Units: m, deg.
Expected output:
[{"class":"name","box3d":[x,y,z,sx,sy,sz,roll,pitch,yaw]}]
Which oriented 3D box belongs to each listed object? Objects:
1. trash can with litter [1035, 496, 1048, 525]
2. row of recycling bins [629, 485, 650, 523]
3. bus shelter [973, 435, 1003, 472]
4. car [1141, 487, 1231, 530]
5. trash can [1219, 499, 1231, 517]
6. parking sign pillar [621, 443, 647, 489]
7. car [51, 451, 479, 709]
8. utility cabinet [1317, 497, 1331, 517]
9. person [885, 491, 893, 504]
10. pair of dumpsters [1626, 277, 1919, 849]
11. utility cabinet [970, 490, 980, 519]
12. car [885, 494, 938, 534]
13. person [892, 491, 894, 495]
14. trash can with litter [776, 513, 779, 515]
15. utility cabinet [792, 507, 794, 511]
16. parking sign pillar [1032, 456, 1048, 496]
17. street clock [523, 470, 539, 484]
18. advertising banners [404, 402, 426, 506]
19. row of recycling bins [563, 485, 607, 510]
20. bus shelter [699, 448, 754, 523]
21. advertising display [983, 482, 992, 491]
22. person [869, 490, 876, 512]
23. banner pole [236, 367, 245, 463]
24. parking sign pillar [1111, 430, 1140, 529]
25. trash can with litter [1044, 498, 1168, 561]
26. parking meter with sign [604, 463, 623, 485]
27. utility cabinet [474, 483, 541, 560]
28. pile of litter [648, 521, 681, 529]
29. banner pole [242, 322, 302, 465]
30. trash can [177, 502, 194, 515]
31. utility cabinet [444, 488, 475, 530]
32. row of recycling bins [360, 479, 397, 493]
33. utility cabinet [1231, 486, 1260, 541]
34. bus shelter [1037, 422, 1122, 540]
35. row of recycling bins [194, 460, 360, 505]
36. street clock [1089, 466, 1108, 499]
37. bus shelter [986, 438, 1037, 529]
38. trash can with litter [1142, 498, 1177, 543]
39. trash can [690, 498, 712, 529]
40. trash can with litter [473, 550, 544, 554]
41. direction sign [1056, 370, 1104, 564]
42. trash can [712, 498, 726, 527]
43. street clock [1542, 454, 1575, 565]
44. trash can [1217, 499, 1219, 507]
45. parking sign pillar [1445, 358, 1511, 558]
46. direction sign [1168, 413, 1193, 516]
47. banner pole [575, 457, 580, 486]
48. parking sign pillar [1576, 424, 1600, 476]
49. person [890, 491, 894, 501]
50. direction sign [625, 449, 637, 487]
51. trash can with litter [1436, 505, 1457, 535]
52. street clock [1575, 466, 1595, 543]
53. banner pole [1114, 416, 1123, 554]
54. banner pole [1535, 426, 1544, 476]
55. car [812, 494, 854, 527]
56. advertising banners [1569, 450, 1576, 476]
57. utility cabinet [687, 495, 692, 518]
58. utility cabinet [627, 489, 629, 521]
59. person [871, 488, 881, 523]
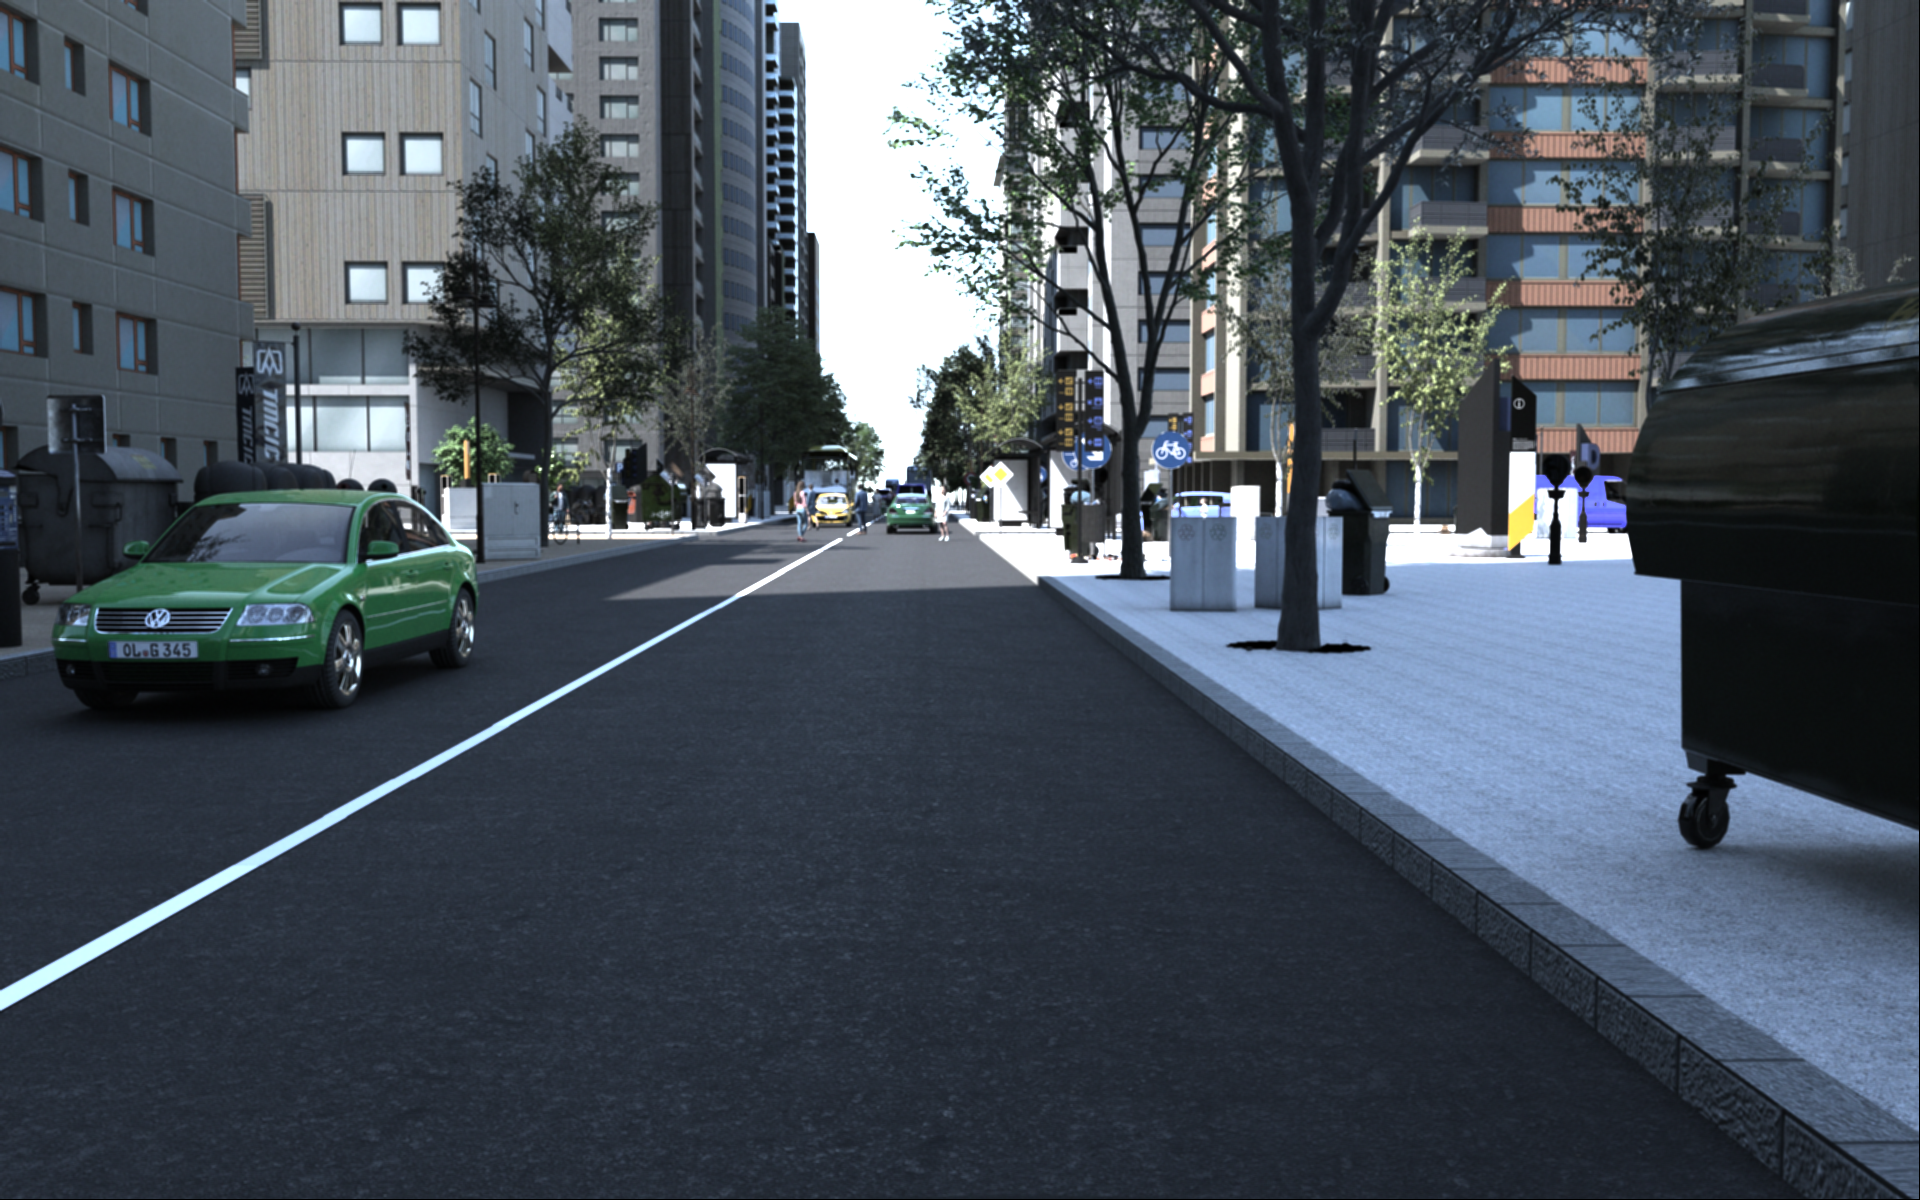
[{"class":"trash can with litter","box3d":[3.307,-3.757,72.821,0.624,1.170,1.055,1,4,19]},{"class":"row of recycling bins","box3d":[-14.399,-4.342,78.096,1.069,1.692,3.534,0,4,-7]},{"class":"bus shelter","box3d":[1.943,-8.408,115.099,2.179,5.291,8.768,0,4,-1]},{"class":"car","box3d":[7.672,-2.993,58.530,3.694,1.707,1.945,0,4,-2]},{"class":"trash can","box3d":[15.015,-5.157,95.972,0.748,1.137,0.748,0,3,0]},{"class":"parking sign pillar","box3d":[-17.048,-6.249,90.640,1.447,3.967,1.447,-2,4,-35]},{"class":"car","box3d":[-4.971,-0.255,12.961,1.959,1.807,4.718,0,4,0]},{"class":"utility cabinet","box3d":[22.705,-5.974,108.839,1.020,1.237,0.306,0,4,5]},{"class":"person","box3d":[-6.051,-8.568,149.526,0.756,1.711,0.436,3,5,41]},{"class":"pair of dumpsters","box3d":[3.271,-0.106,4.221,1.574,2.255,4.437,0,4,-1]},{"class":"utility cabinet","box3d":[0.895,-4.879,88.453,0.318,1.500,1.173,-2,4,-28]},{"class":"car","box3d":[-1.743,-3.196,64.045,2.131,1.459,4.920,0,4,0]},{"class":"person","box3d":[-7.239,-11.006,189.185,0.721,1.736,1.217,0,4,-4]},{"class":"trash can with litter","box3d":[-11.801,-5.894,107.423,1.678,1.210,2.233,-1,4,-10]},{"class":"utility cabinet","box3d":[-12.131,-7.350,128.858,0.318,1.500,1.173,1,4,23]},{"class":"parking sign pillar","box3d":[5.300,-7.596,112.663,1.447,3.967,1.447,-3,5,-41]},{"class":"street clock","box3d":[-13.144,-2.967,53.087,0.358,2.002,0.471,2,4,29]},{"class":"advertising banners","box3d":[-10.684,-2.310,33.952,0.090,3.025,2.074,0,4,-8]},{"class":"row of recycling bins","box3d":[-17.183,-4.389,78.869,3.534,1.692,1.069,2,4,35]},{"class":"bus shelter","box3d":[-10.692,-5.210,79.103,2.014,3.302,5.546,0,4,-1]},{"class":"advertising display","box3d":[1.718,-5.473,94.693,0.974,1.923,0.123,0,4,-8]},{"class":"person","box3d":[-6.981,-7.956,139.030,0.568,1.767,0.683,0,4,-1]},{"class":"banner pole","box3d":[-12.213,-2.447,30.024,0.863,3.779,0.401,1,4,22]},{"class":"parking sign pillar","box3d":[5.857,-4.630,64.181,1.447,3.967,1.447,1,4,20]},{"class":"trash can with litter","box3d":[2.880,-1.365,33.376,2.233,1.210,1.678,2,4,25]},{"class":"parking meter with sign","box3d":[-19.608,-6.177,97.261,1.738,3.016,0.543,3,5,42]},{"class":"utility cabinet","box3d":[-8.755,-1.527,33.641,1.173,1.500,0.318,-3,5,-40]},{"class":"pile of litter","box3d":[-11.223,-3.099,64.638,1.719,0.858,1.176,3,4,36]},{"class":"banner pole","box3d":[-9.821,-2.147,25.125,0.863,3.779,0.401,-3,5,-41]},{"class":"trash can","box3d":[-14.254,-1.263,32.299,0.748,1.137,0.748,0,3,0]},{"class":"utility cabinet","box3d":[-17.463,-3.173,60.563,0.318,1.500,1.173,3,4,37]},{"class":"row of recycling bins","box3d":[-17.095,-2.446,47.106,3.534,1.692,1.069,0,4,-5]},{"class":"utility cabinet","box3d":[7.817,-2.378,47.554,0.318,1.500,1.173,-1,4,-18]},{"class":"bus shelter","box3d":[3.505,-3.447,50.282,2.014,3.302,5.546,0,4,-1]},{"class":"row of recycling bins","box3d":[-9.000,-0.955,22.734,1.069,1.692,3.534,0,4,-2]},{"class":"street clock","box3d":[3.597,-2.473,45.006,0.471,2.002,0.358,-1,4,-12]},{"class":"bus shelter","box3d":[2.086,-4.348,65.011,2.014,3.302,5.546,0,4,-1]},{"class":"trash can with litter","box3d":[5.211,-2.124,46.116,1.055,1.170,0.624,-3,4,-37]},{"class":"trash can","box3d":[-9.662,-3.216,64.227,0.748,1.137,0.748,0,3,0]},{"class":"trash can with litter","box3d":[-9.764,-1.627,37.667,1.678,1.210,2.233,2,4,26]},{"class":"direction sign","box3d":[2.201,-2.437,31.837,0.876,3.537,0.379,0,4,-3]},{"class":"trash can","box3d":[-9.413,-3.392,67.108,0.748,1.137,0.748,0,3,0]},{"class":"street clock","box3d":[10.836,-1.646,31.487,0.471,2.002,0.358,2,4,33]},{"class":"trash can","box3d":[15.516,-5.884,107.850,0.748,1.137,0.748,0,3,0]},{"class":"parking sign pillar","box3d":[10.634,-2.856,35.172,1.447,3.967,1.447,-1,4,-15]},{"class":"direction sign","box3d":[6.162,-3.454,48.474,0.379,3.537,0.876,-3,5,-44]},{"class":"banner pole","box3d":[-23.420,-7.098,106.065,0.401,3.779,0.863,1,4,10]},{"class":"parking sign pillar","box3d":[24.173,-4.783,66.675,1.447,3.967,1.447,3,5,43]},{"class":"person","box3d":[-7.438,-10.771,185.161,0.990,1.755,0.434,-2,4,-30]},{"class":"direction sign","box3d":[-16.396,-5.776,86.440,0.876,3.537,0.379,3,5,42]},{"class":"trash can with litter","box3d":[15.534,-2.628,54.349,1.055,1.170,0.624,0,4,7]},{"class":"street clock","box3d":[16.253,-2.482,45.147,0.471,2.002,0.358,2,4,35]},{"class":"banner pole","box3d":[3.522,-2.870,36.943,0.401,3.779,0.863,0,4,-4]},{"class":"banner pole","box3d":[21.171,-4.514,63.817,0.863,3.779,0.401,3,4,36]},{"class":"car","box3d":[-5.622,-4.039,76.267,2.015,1.641,3.980,0,4,-2]},{"class":"advertising banners","box3d":[23.960,-4.445,68.858,2.074,3.025,0.090,-3,5,-41]},{"class":"utility cabinet","box3d":[-14.091,-4.981,92.607,1.020,1.237,0.306,-1,4,-18]},{"class":"utility cabinet","box3d":[-16.149,-4.444,81.338,1.173,1.500,0.318,-1,4,-22]},{"class":"person","box3d":[-4.217,-4.763,86.952,0.480,1.755,0.524,1,4,10]}]
